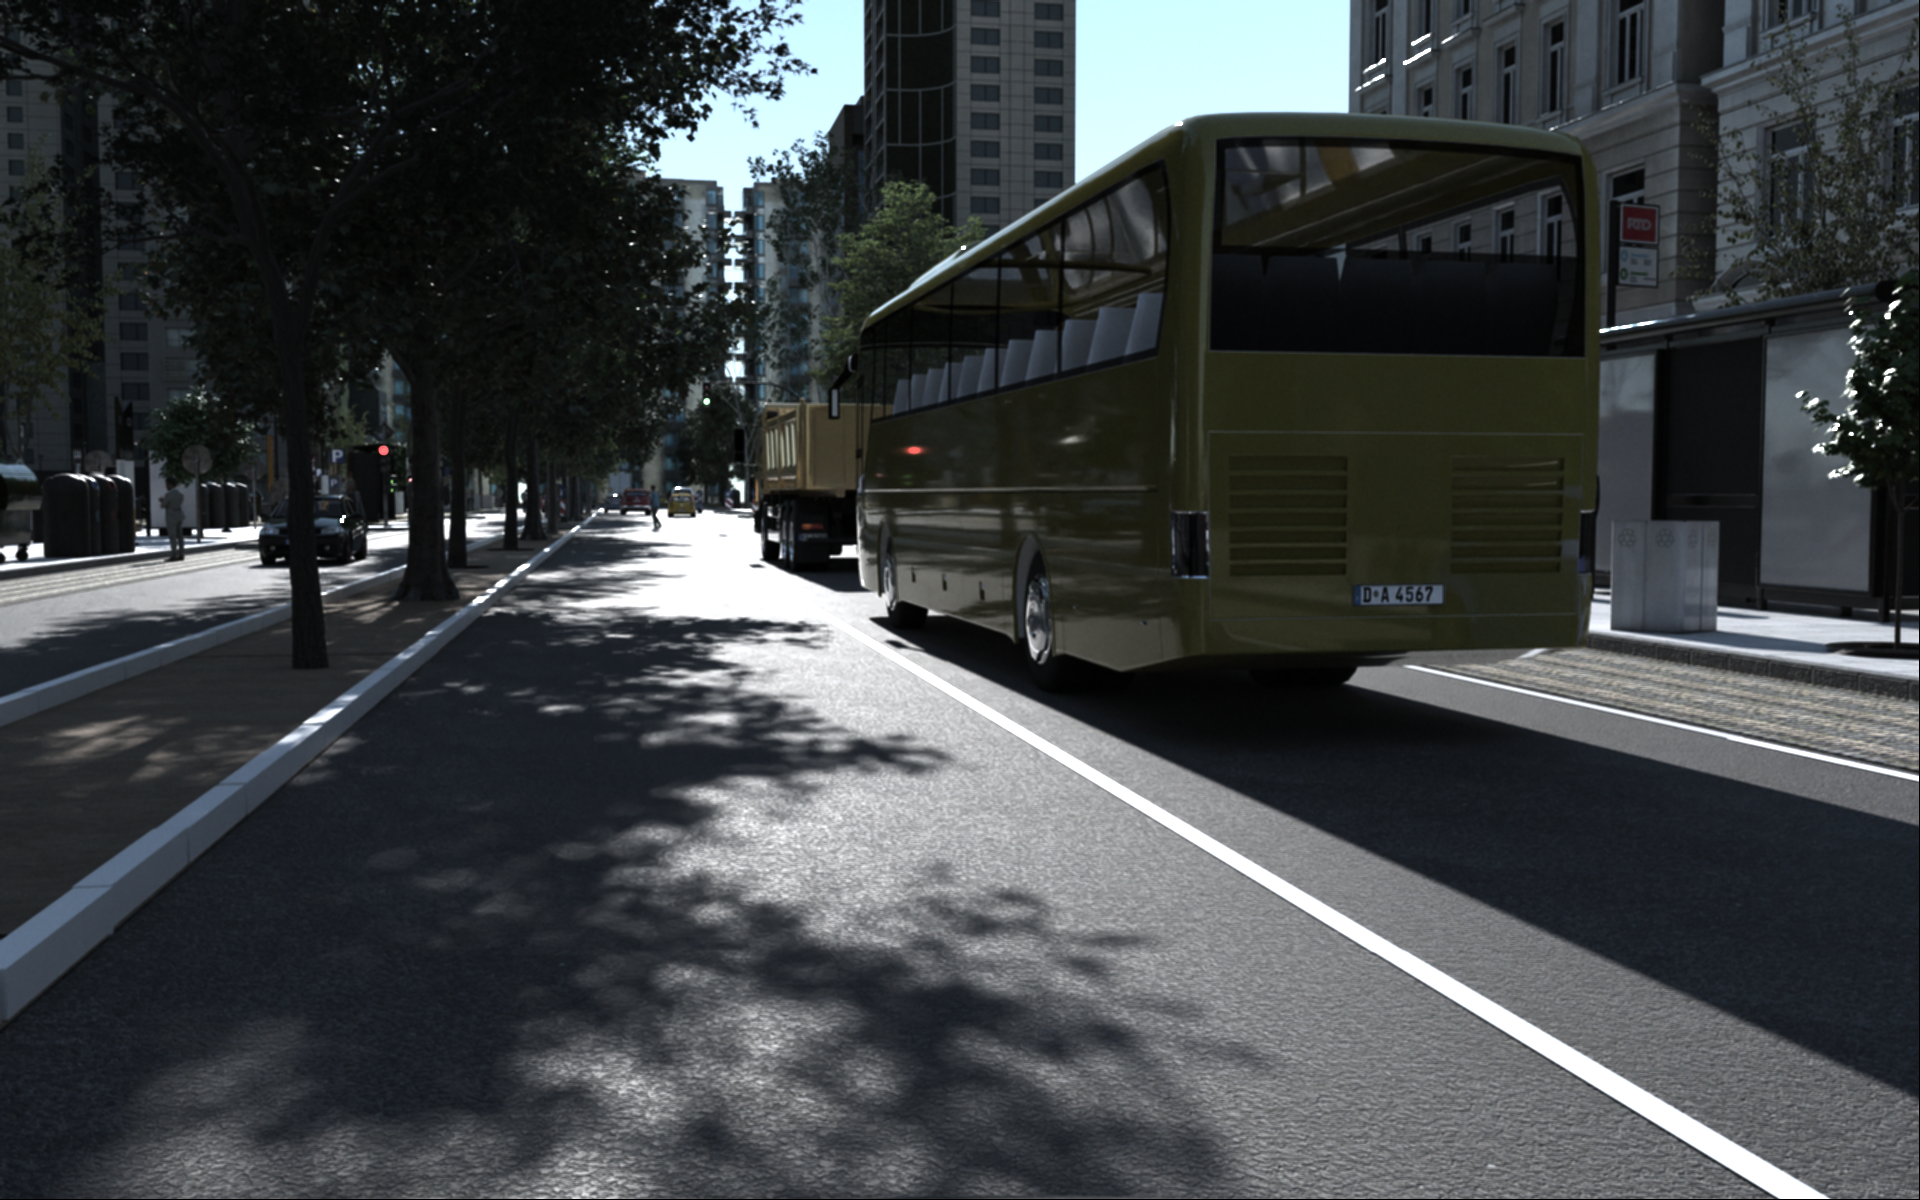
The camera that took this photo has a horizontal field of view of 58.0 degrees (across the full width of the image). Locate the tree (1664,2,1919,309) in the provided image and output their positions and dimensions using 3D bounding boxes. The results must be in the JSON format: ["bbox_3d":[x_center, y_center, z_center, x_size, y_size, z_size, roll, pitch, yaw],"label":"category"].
[{"bbox_3d":[12.830,-4.585,25.331,4.360,8.622,3.978,0,3,0],"label":"tree"}]

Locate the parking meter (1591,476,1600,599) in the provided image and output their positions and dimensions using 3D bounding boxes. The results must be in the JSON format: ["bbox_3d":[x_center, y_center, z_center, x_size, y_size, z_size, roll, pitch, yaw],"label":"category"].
[{"bbox_3d":[7.586,-0.947,21.196,0.399,1.863,0.255,3,4,37],"label":"parking meter"}]

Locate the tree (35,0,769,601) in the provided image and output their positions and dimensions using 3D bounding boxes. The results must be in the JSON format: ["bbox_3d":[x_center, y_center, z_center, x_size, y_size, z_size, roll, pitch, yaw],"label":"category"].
[{"bbox_3d":[-7.249,-6.347,23.237,9.611,12.733,9.660,0,3,0],"label":"tree"}]

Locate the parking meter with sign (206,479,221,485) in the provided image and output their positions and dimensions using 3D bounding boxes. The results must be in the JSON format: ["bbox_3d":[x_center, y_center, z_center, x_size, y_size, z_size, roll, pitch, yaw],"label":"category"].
[{"bbox_3d":[-33.768,-5.018,78.301,0.543,3.016,1.738,0,4,0],"label":"parking meter with sign"}]

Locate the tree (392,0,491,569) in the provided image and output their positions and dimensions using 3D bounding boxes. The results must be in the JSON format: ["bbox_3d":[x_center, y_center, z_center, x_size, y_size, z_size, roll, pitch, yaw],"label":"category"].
[{"bbox_3d":[-9.537,-6.400,32.861,9.928,11.665,9.643,0,3,0],"label":"tree"}]

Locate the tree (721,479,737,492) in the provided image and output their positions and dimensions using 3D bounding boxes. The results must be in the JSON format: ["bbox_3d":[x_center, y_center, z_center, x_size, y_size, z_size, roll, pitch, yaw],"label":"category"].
[{"bbox_3d":[-23.676,-11.198,177.682,1.663,3.219,1.824,0,3,0],"label":"tree"}]

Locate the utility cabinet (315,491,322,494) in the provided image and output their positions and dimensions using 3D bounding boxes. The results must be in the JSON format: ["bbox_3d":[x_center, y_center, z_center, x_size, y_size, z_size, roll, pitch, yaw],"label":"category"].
[{"bbox_3d":[-42.791,-6.551,115.779,1.173,1.500,0.318,0,4,0],"label":"utility cabinet"}]

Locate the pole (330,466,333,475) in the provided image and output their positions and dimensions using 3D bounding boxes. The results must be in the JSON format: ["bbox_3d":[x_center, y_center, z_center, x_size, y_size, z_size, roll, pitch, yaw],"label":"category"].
[{"bbox_3d":[-45.763,-8.096,126.208,0.158,3.312,0.155,0,3,0],"label":"pole"}]

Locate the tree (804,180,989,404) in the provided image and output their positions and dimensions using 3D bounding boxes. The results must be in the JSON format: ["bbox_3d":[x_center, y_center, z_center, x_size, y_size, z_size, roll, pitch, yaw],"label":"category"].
[{"bbox_3d":[-1.843,-8.900,63.648,7.486,12.596,7.792,0,3,0],"label":"tree"}]

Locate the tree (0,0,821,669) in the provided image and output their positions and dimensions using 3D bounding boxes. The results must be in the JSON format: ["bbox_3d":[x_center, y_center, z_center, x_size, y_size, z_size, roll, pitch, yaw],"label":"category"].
[{"bbox_3d":[-5.372,-4.731,14.228,8.767,10.594,7.601,-1,4,-11],"label":"tree"}]

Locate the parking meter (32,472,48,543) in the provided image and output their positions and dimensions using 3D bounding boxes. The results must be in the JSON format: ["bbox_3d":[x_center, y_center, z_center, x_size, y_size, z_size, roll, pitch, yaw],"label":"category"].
[{"bbox_3d":[-24.256,-2.446,45.696,0.399,1.863,0.255,-3,5,-43],"label":"parking meter"}]

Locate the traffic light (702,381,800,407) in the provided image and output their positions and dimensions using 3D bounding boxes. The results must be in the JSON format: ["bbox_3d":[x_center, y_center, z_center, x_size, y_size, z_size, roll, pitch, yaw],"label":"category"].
[{"bbox_3d":[-8.049,-5.855,70.400,4.771,5.953,1.251,-1,4,-11],"label":"traffic light"}]

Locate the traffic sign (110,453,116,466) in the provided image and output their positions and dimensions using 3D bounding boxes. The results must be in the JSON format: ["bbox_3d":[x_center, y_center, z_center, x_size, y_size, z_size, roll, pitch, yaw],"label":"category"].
[{"bbox_3d":[-26.153,-3.287,53.849,0.768,2.556,0.104,0,4,-1],"label":"traffic sign"}]

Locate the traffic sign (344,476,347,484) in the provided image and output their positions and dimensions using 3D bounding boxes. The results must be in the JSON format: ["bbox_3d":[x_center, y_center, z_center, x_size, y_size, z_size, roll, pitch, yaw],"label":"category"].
[{"bbox_3d":[-35.319,-6.050,100.100,0.795,2.450,0.064,0,4,-4],"label":"traffic sign"}]

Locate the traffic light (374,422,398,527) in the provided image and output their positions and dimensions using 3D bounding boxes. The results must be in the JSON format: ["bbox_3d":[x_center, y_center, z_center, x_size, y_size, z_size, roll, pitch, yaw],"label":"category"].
[{"bbox_3d":[-22.462,-4.820,67.725,0.839,4.253,0.868,-1,4,-11],"label":"traffic light"}]

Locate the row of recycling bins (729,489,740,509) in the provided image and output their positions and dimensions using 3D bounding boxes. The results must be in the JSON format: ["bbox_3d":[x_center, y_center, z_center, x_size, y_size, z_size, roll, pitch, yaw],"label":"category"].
[{"bbox_3d":[-19.695,-8.831,151.504,1.069,1.692,3.534,-1,4,-10],"label":"row of recycling bins"}]

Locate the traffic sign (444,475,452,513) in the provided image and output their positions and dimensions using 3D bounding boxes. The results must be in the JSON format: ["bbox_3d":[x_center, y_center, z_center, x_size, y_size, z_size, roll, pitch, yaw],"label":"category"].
[{"bbox_3d":[-33.663,-6.993,114.448,0.768,2.556,0.104,0,4,-6],"label":"traffic sign"}]

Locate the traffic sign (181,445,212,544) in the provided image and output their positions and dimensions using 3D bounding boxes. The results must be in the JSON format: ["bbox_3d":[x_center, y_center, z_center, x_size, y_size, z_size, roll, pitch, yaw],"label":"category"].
[{"bbox_3d":[-19.729,-2.734,44.813,0.768,2.556,0.104,0,4,-8],"label":"traffic sign"}]

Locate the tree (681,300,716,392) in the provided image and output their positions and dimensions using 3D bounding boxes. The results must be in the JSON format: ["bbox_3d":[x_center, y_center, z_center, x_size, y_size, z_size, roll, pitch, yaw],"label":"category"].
[{"bbox_3d":[-17.884,-17.886,148.322,12.611,20.169,13.585,0,3,0],"label":"tree"}]

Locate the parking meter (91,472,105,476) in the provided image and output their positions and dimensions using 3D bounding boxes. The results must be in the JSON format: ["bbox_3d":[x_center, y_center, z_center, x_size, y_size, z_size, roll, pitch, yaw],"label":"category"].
[{"bbox_3d":[-22.861,-2.465,46.018,0.399,1.863,0.255,3,4,37],"label":"parking meter"}]

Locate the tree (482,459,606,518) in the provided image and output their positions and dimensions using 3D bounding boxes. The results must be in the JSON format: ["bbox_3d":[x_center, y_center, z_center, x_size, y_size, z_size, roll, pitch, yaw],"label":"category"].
[{"bbox_3d":[-23.003,-11.791,101.898,9.857,13.997,8.962,0,3,0],"label":"tree"}]

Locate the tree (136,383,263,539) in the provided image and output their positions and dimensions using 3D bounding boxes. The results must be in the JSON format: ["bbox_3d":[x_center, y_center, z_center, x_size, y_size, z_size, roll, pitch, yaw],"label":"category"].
[{"bbox_3d":[-21.933,-4.037,49.727,4.285,4.588,4.351,0,3,0],"label":"tree"}]

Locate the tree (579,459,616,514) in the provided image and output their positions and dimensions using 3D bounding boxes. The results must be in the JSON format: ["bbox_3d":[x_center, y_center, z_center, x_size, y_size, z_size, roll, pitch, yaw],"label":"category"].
[{"bbox_3d":[-26.607,-12.750,121.296,12.009,13.543,11.850,0,3,0],"label":"tree"}]

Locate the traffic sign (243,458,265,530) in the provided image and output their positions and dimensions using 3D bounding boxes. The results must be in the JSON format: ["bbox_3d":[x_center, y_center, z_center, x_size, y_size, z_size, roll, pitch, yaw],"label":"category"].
[{"bbox_3d":[-25.260,-3.786,61.999,0.768,2.556,0.104,0,4,-4],"label":"traffic sign"}]

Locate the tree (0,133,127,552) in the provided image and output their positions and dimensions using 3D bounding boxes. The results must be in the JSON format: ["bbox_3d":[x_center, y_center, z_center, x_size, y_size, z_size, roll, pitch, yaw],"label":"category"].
[{"bbox_3d":[-19.534,-5.230,35.879,4.737,8.622,4.395,0,3,0],"label":"tree"}]

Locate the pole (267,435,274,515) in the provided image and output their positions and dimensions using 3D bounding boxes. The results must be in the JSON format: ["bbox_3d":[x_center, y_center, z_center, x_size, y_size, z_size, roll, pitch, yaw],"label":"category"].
[{"bbox_3d":[-23.868,-4.045,59.987,0.158,3.312,0.155,0,3,0],"label":"pole"}]

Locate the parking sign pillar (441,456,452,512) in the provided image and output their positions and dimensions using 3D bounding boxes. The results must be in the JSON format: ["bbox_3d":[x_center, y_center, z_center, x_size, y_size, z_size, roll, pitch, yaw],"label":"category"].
[{"bbox_3d":[-36.302,-8.258,123.495,1.447,3.967,1.447,2,4,32],"label":"parking sign pillar"}]

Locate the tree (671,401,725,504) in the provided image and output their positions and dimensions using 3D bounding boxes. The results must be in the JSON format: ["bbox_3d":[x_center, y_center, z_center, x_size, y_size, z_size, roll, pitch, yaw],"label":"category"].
[{"bbox_3d":[-33.338,-19.562,226.500,9.857,13.997,8.962,0,3,0],"label":"tree"}]

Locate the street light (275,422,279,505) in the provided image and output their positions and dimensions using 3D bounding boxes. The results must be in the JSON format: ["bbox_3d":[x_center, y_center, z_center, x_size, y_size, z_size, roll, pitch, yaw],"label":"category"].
[{"bbox_3d":[-22.377,-5.130,56.670,0.468,5.910,1.993,-1,4,-11],"label":"street light"}]

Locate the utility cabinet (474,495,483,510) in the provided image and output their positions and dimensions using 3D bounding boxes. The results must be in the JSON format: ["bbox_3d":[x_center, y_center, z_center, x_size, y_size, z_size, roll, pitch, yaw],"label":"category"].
[{"bbox_3d":[-39.179,-7.848,139.479,1.020,1.237,0.306,0,4,8],"label":"utility cabinet"}]

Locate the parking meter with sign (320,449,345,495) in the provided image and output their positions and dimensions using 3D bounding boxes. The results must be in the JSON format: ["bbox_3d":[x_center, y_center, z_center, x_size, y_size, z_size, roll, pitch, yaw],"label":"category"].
[{"bbox_3d":[-23.852,-4.270,66.069,0.543,3.016,1.738,-1,4,-11],"label":"parking meter with sign"}]

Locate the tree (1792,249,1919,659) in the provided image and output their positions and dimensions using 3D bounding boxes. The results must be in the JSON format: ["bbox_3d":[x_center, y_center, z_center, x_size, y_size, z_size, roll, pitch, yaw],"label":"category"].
[{"bbox_3d":[7.414,-1.175,13.817,1.663,3.219,1.824,0,3,0],"label":"tree"}]

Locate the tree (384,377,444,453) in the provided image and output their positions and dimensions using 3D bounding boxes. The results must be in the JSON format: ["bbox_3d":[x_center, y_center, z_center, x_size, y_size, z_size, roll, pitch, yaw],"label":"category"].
[{"bbox_3d":[-32.426,-9.422,104.413,4.737,8.622,4.395,0,3,0],"label":"tree"}]

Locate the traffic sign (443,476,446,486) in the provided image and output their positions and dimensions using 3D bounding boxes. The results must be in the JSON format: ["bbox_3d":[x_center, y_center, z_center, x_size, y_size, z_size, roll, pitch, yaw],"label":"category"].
[{"bbox_3d":[-36.490,-7.456,122.003,0.768,2.556,0.104,0,4,-1],"label":"traffic sign"}]

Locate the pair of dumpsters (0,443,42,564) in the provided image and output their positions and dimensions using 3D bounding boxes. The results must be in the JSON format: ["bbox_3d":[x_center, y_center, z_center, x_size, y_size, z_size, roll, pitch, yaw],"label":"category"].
[{"bbox_3d":[-17.950,-1.744,31.006,1.574,2.255,4.437,-1,4,-11],"label":"pair of dumpsters"}]

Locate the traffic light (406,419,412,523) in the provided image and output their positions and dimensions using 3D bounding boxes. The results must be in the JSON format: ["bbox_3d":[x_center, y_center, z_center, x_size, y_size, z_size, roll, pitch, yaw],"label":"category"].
[{"bbox_3d":[-21.955,-6.197,75.995,4.771,5.953,1.251,-1,4,-11],"label":"traffic light"}]

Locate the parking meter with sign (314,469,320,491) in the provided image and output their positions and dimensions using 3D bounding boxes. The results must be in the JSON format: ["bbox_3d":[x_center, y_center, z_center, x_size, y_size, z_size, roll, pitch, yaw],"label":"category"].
[{"bbox_3d":[-44.688,-7.548,119.669,1.738,3.016,0.543,3,5,41],"label":"parking meter with sign"}]

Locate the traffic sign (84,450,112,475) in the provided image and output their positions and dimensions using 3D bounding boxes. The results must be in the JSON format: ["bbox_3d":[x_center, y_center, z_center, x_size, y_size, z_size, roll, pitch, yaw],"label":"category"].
[{"bbox_3d":[-25.002,-3.068,50.261,0.768,2.556,0.104,-1,4,-10],"label":"traffic sign"}]

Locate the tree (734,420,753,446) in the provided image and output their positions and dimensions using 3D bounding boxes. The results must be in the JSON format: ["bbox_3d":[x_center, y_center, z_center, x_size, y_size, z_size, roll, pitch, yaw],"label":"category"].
[{"bbox_3d":[-26.095,-16.141,189.662,9.928,11.665,9.643,0,3,0],"label":"tree"}]

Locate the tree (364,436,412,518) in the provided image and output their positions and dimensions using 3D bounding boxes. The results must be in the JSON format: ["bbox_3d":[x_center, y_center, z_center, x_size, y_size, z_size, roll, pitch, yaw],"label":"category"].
[{"bbox_3d":[-30.747,-6.687,93.050,4.285,4.588,4.351,0,3,0],"label":"tree"}]

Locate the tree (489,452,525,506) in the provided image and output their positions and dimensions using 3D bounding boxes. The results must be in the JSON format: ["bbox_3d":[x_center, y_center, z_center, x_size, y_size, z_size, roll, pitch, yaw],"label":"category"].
[{"bbox_3d":[-47.188,-14.068,180.370,4.737,8.622,4.395,0,3,0],"label":"tree"}]

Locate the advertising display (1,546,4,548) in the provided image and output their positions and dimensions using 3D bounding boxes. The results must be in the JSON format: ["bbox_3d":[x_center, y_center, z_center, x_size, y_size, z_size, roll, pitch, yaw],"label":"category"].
[{"bbox_3d":[-23.173,-2.196,41.116,0.974,1.923,0.123,0,4,3],"label":"advertising display"}]

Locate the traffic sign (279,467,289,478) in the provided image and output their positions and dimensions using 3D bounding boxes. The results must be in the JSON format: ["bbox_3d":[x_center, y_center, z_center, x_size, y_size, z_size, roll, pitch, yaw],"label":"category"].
[{"bbox_3d":[-30.954,-4.874,79.794,0.768,2.556,0.104,-1,4,-9],"label":"traffic sign"}]

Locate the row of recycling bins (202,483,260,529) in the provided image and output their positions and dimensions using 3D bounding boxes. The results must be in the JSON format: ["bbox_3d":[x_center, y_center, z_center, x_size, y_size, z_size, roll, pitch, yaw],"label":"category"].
[{"bbox_3d":[-28.173,-3.591,65.818,1.069,1.692,3.534,1,4,9],"label":"row of recycling bins"}]

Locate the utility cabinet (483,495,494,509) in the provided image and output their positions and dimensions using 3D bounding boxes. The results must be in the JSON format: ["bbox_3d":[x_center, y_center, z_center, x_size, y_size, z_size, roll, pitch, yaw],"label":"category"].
[{"bbox_3d":[-40.188,-8.339,147.511,1.020,1.237,0.306,2,4,28],"label":"utility cabinet"}]

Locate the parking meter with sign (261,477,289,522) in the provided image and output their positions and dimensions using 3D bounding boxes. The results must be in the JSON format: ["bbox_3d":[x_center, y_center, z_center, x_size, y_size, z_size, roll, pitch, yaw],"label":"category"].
[{"bbox_3d":[-31.031,-5.067,79.108,1.738,3.016,0.543,0,4,-4],"label":"parking meter with sign"}]

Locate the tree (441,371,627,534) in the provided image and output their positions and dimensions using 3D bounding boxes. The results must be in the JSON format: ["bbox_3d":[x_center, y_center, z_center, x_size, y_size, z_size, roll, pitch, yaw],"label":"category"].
[{"bbox_3d":[-14.924,-8.688,62.627,7.486,12.596,7.792,0,3,0],"label":"tree"}]

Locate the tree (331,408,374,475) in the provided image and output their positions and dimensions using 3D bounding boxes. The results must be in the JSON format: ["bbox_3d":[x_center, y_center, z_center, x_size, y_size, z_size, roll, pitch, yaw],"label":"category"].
[{"bbox_3d":[-50.602,-11.886,144.702,4.360,8.622,3.978,0,3,0],"label":"tree"}]

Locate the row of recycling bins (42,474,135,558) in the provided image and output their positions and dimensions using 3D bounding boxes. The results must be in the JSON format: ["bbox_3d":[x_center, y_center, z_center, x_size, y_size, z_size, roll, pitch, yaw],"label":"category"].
[{"bbox_3d":[-18.394,-1.800,36.538,1.069,1.692,3.534,0,4,-7],"label":"row of recycling bins"}]

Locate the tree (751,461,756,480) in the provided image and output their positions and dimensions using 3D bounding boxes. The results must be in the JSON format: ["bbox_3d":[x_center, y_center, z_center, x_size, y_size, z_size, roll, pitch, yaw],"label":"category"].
[{"bbox_3d":[-12.537,-8.159,117.119,4.285,4.588,4.351,0,3,0],"label":"tree"}]

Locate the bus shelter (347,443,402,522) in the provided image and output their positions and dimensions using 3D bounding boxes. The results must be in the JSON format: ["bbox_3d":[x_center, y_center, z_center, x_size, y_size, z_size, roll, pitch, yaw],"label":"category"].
[{"bbox_3d":[-27.649,-5.547,81.969,1.731,3.624,6.357,-1,4,-11],"label":"bus shelter"}]

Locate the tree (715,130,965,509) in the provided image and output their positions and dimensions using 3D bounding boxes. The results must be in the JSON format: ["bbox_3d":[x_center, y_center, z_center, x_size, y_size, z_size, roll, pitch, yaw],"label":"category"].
[{"bbox_3d":[-5.666,-14.242,88.738,12.611,20.169,13.585,0,3,0],"label":"tree"}]

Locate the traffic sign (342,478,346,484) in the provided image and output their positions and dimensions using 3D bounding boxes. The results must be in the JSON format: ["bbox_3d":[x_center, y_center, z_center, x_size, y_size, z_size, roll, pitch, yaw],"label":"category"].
[{"bbox_3d":[-34.930,-5.884,97.385,0.795,2.450,0.064,0,4,-5],"label":"traffic sign"}]

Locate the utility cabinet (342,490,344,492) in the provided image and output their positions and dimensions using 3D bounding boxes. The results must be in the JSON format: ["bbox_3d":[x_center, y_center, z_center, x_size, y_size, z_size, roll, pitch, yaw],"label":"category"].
[{"bbox_3d":[-28.227,-4.271,78.513,0.318,1.500,1.173,0,4,-2],"label":"utility cabinet"}]

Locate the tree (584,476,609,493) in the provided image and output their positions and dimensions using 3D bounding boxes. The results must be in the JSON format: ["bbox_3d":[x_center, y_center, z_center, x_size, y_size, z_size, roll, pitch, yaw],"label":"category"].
[{"bbox_3d":[-29.660,-11.327,138.015,4.737,8.622,4.395,0,3,0],"label":"tree"}]

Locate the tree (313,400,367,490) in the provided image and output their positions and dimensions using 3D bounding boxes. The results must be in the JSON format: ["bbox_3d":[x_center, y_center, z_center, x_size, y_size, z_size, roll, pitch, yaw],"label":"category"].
[{"bbox_3d":[-47.281,-11.141,132.518,4.737,8.622,4.395,0,3,0],"label":"tree"}]
